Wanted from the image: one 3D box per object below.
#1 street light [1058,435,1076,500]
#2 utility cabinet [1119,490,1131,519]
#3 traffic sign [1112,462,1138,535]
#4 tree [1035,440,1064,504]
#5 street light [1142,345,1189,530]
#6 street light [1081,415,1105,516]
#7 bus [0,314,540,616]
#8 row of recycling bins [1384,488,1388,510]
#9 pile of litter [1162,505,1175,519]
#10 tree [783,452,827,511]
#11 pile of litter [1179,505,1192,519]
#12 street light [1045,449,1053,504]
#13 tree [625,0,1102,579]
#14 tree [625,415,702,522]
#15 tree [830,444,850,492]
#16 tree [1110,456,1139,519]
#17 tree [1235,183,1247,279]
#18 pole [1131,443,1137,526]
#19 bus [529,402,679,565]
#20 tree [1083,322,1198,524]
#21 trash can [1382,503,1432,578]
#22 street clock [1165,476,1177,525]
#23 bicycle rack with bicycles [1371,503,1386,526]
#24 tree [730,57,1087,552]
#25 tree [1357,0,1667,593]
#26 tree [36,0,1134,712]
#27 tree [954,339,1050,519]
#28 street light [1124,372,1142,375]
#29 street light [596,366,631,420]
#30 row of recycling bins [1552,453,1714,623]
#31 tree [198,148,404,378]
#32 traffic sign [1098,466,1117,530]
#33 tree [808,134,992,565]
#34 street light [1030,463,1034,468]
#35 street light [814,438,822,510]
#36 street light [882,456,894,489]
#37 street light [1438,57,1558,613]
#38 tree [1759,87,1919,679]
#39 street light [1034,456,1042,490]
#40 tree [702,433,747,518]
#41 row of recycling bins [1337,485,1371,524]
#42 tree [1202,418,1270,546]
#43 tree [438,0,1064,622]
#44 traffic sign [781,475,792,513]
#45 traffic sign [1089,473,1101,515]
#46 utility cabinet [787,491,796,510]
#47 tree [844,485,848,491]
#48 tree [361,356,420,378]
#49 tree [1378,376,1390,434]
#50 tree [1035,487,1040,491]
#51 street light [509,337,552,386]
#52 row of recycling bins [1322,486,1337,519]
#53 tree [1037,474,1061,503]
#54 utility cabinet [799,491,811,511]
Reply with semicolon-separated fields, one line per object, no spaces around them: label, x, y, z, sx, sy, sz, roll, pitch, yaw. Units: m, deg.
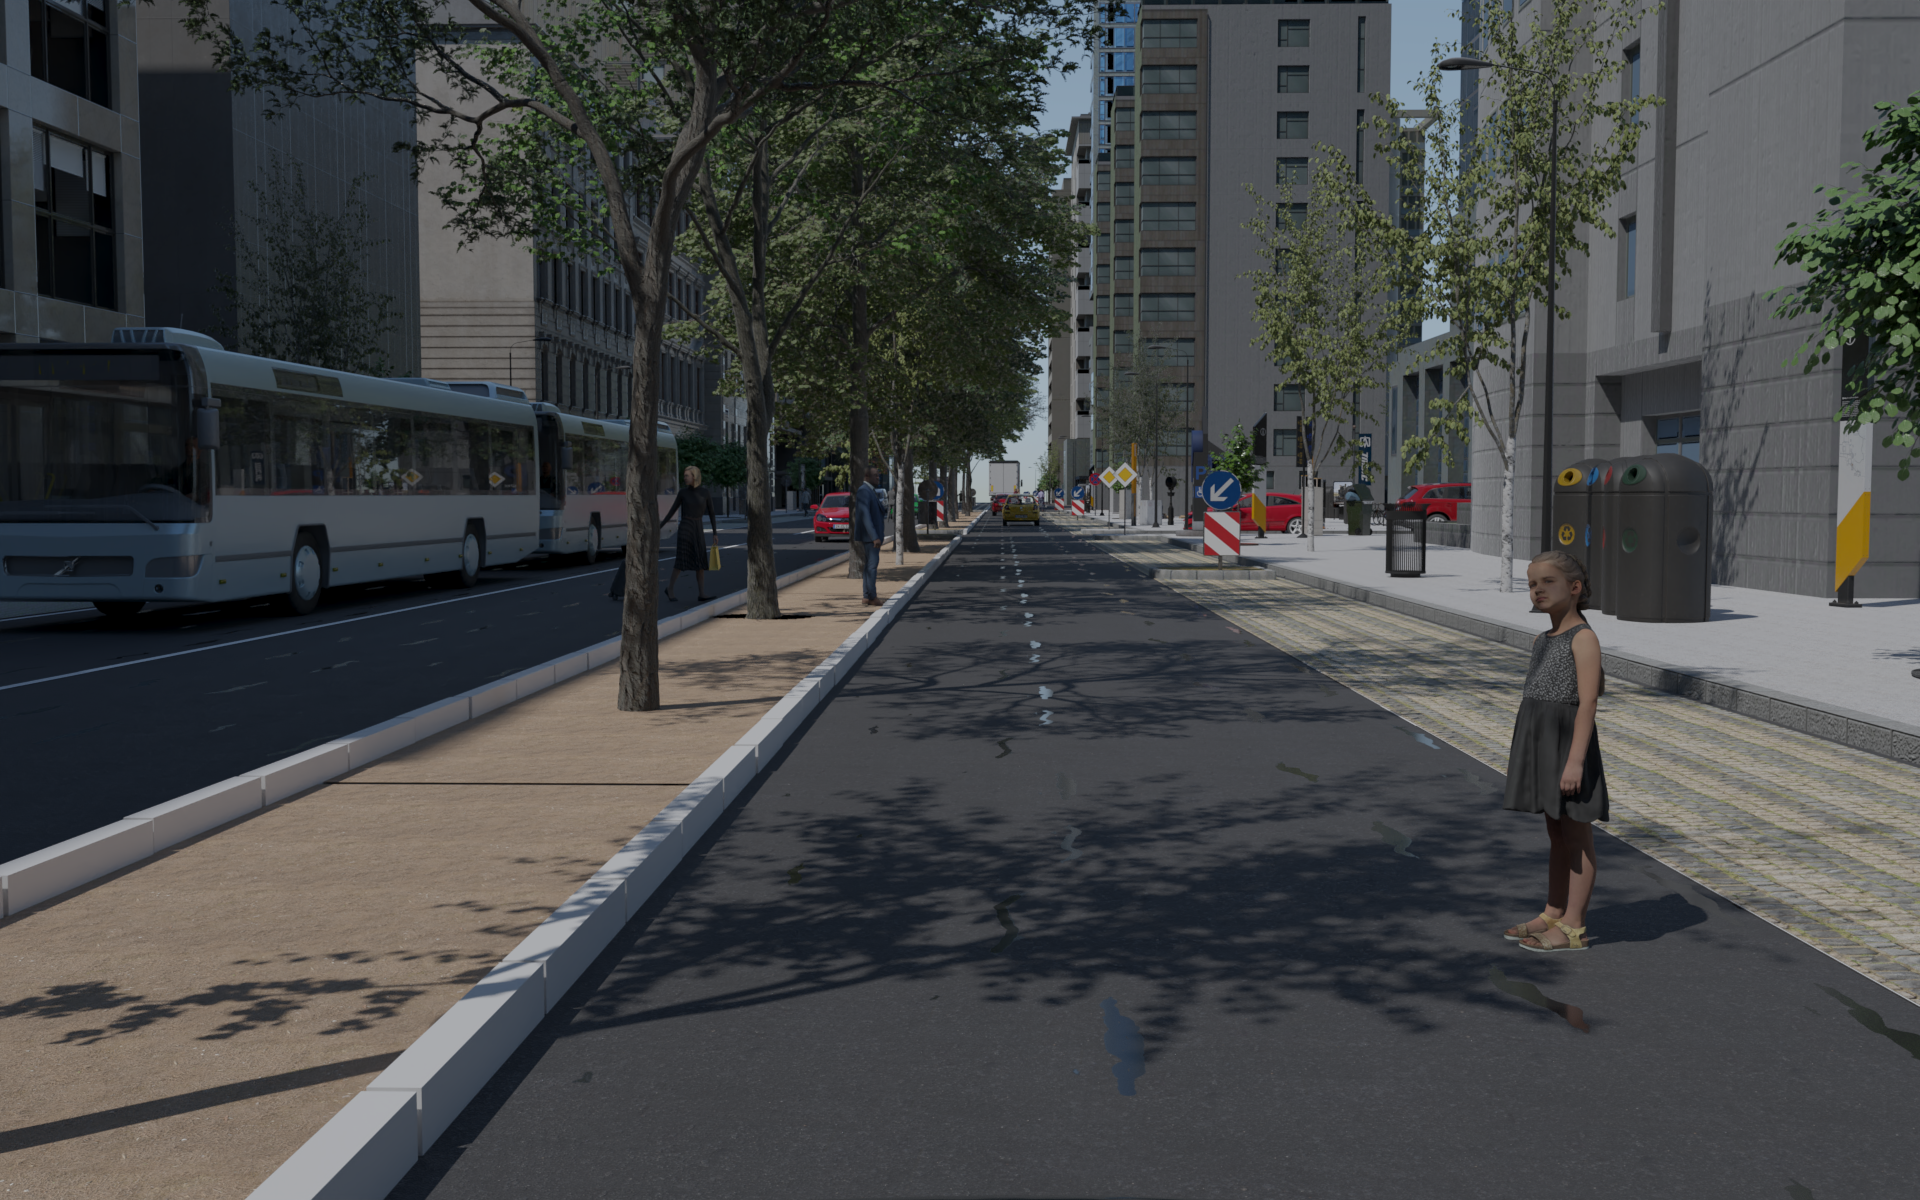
street light;8.723;-10.341;141.621;1.470;5.913;1.316;0;4;1
utility cabinet;8.372;-4.804;87.232;0.318;1.500;1.173;2;4;28
traffic sign;5.170;-3.098;54.296;0.795;2.450;0.064;0;4;1
tree;12.138;-17.176;231.183;4.737;8.622;4.395;0;3;0
street light;6.566;-4.995;54.212;1.470;5.913;1.316;0;4;1
street light;7.822;-7.905;101.791;1.470;5.913;1.316;0;4;1
bus;-8.783;-1.733;23.197;2.948;3.499;13.247;0;4;2
row of recycling bins;30.179;-7.051;122.392;1.069;1.692;3.534;1;4;10
pile of litter;10.474;-4.598;89.142;1.176;0.858;1.719;1;4;9
tree;-11.796;-9.078;132.141;4.285;4.588;4.351;0;3;0
pile of litter;12.073;-4.680;90.483;1.176;0.858;1.719;0;4;-7
street light;9.600;-12.535;177.491;1.470;5.913;1.316;0;4;1
tree;-1.583;-6.592;28.358;7.486;12.596;7.792;0;3;0
tree;-13.314;-5.288;70.174;4.285;4.588;4.351;0;3;0
tree;-10.527;-13.301;167.840;4.360;8.622;3.978;0;3;0
tree;8.319;-5.762;88.817;1.663;3.219;1.824;0;3;0
tree;7.940;-5.373;38.211;4.737;8.622;4.395;0;3;0
pole;6.979;-4.624;69.449;0.158;3.312;0.155;0;3;0
bus;-8.588;-2.623;37.743;2.948;3.499;13.247;0;4;1
tree;7.620;-7.581;74.317;4.360;8.622;3.978;0;3;0
trash can;6.874;-0.920;26.692;0.748;1.137;0.748;0;3;0
street clock;8.674;-4.076;71.214;0.358;2.002;0.471;-3;4;-37
bicycle rack with bicycles;17.385;-3.471;70.129;2.925;0.926;2.852;-1;4;-10
tree;-1.322;-8.137;42.145;9.857;13.997;8.962;0;3;0
tree;6.985;-4.414;22.532;4.737;8.622;4.395;0;3;0
tree;-2.156;-4.521;10.789;8.767;10.594;7.601;0;4;1
tree;0.461;-12.045;109.770;12.009;13.543;11.850;0;3;0
street light;6.954;-5.721;66.071;1.470;5.913;1.316;0;4;1
street light;-12.624;-5.530;62.957;1.470;5.913;1.316;0;4;1
row of recycling bins;7.294;-0.719;18.861;1.069;1.692;3.534;0;4;6
tree;-13.782;-5.297;36.971;4.360;8.622;3.978;0;3;0
traffic sign;5.363;-3.586;62.279;0.795;2.450;0.064;0;4;1
tree;-1.246;-5.013;34.787;4.737;8.622;4.395;0;3;0
street light;11.729;-17.634;260.848;1.470;5.913;1.316;0;4;1
street light;-10.737;-10.209;139.458;1.470;5.913;1.316;0;4;1
street light;-8.943;-14.622;211.618;1.470;5.913;1.316;0;4;1
street light;5.792;-2.817;18.593;1.470;5.913;1.316;0;4;1
tree;7.343;-1.721;11.846;4.285;4.588;4.351;0;3;0
street light;10.715;-15.417;224.611;1.470;5.913;1.316;0;4;1
tree;-12.751;-5.960;81.164;4.285;4.588;4.351;0;3;0
row of recycling bins;17.004;-4.114;74.382;1.069;1.692;3.534;0;4;8
tree;7.071;-2.980;43.321;1.663;3.219;1.824;0;3;0
tree;-2.364;-5.590;19.613;9.928;11.665;9.643;0;3;0
traffic sign;-11.806;-7.188;117.629;0.768;2.556;0.104;0;4;8
traffic sign;8.102;-6.331;103.623;0.768;2.556;0.104;0;4;5
utility cabinet;-13.144;-7.751;135.401;0.318;1.500;1.173;-2;4;-28
tree;-11.251;-11.911;189.339;1.663;3.219;1.824;0;3;0
tree;-13.819;-3.531;41.444;4.285;4.588;4.351;0;3;0
tree;24.554;-8.739;93.239;4.360;8.622;3.978;0;3;0
tree;13.304;-18.034;289.460;1.663;3.219;1.824;0;3;0
street light;-12.797;-4.830;51.505;1.470;5.913;1.316;0;4;1
row of recycling bins;19.784;-5.216;92.388;1.069;1.692;3.534;0;4;-1
tree;12.231;-15.540;237.784;4.285;4.588;4.351;0;3;0
utility cabinet;-11.320;-7.191;126.257;0.318;1.500;1.173;2;4;25
